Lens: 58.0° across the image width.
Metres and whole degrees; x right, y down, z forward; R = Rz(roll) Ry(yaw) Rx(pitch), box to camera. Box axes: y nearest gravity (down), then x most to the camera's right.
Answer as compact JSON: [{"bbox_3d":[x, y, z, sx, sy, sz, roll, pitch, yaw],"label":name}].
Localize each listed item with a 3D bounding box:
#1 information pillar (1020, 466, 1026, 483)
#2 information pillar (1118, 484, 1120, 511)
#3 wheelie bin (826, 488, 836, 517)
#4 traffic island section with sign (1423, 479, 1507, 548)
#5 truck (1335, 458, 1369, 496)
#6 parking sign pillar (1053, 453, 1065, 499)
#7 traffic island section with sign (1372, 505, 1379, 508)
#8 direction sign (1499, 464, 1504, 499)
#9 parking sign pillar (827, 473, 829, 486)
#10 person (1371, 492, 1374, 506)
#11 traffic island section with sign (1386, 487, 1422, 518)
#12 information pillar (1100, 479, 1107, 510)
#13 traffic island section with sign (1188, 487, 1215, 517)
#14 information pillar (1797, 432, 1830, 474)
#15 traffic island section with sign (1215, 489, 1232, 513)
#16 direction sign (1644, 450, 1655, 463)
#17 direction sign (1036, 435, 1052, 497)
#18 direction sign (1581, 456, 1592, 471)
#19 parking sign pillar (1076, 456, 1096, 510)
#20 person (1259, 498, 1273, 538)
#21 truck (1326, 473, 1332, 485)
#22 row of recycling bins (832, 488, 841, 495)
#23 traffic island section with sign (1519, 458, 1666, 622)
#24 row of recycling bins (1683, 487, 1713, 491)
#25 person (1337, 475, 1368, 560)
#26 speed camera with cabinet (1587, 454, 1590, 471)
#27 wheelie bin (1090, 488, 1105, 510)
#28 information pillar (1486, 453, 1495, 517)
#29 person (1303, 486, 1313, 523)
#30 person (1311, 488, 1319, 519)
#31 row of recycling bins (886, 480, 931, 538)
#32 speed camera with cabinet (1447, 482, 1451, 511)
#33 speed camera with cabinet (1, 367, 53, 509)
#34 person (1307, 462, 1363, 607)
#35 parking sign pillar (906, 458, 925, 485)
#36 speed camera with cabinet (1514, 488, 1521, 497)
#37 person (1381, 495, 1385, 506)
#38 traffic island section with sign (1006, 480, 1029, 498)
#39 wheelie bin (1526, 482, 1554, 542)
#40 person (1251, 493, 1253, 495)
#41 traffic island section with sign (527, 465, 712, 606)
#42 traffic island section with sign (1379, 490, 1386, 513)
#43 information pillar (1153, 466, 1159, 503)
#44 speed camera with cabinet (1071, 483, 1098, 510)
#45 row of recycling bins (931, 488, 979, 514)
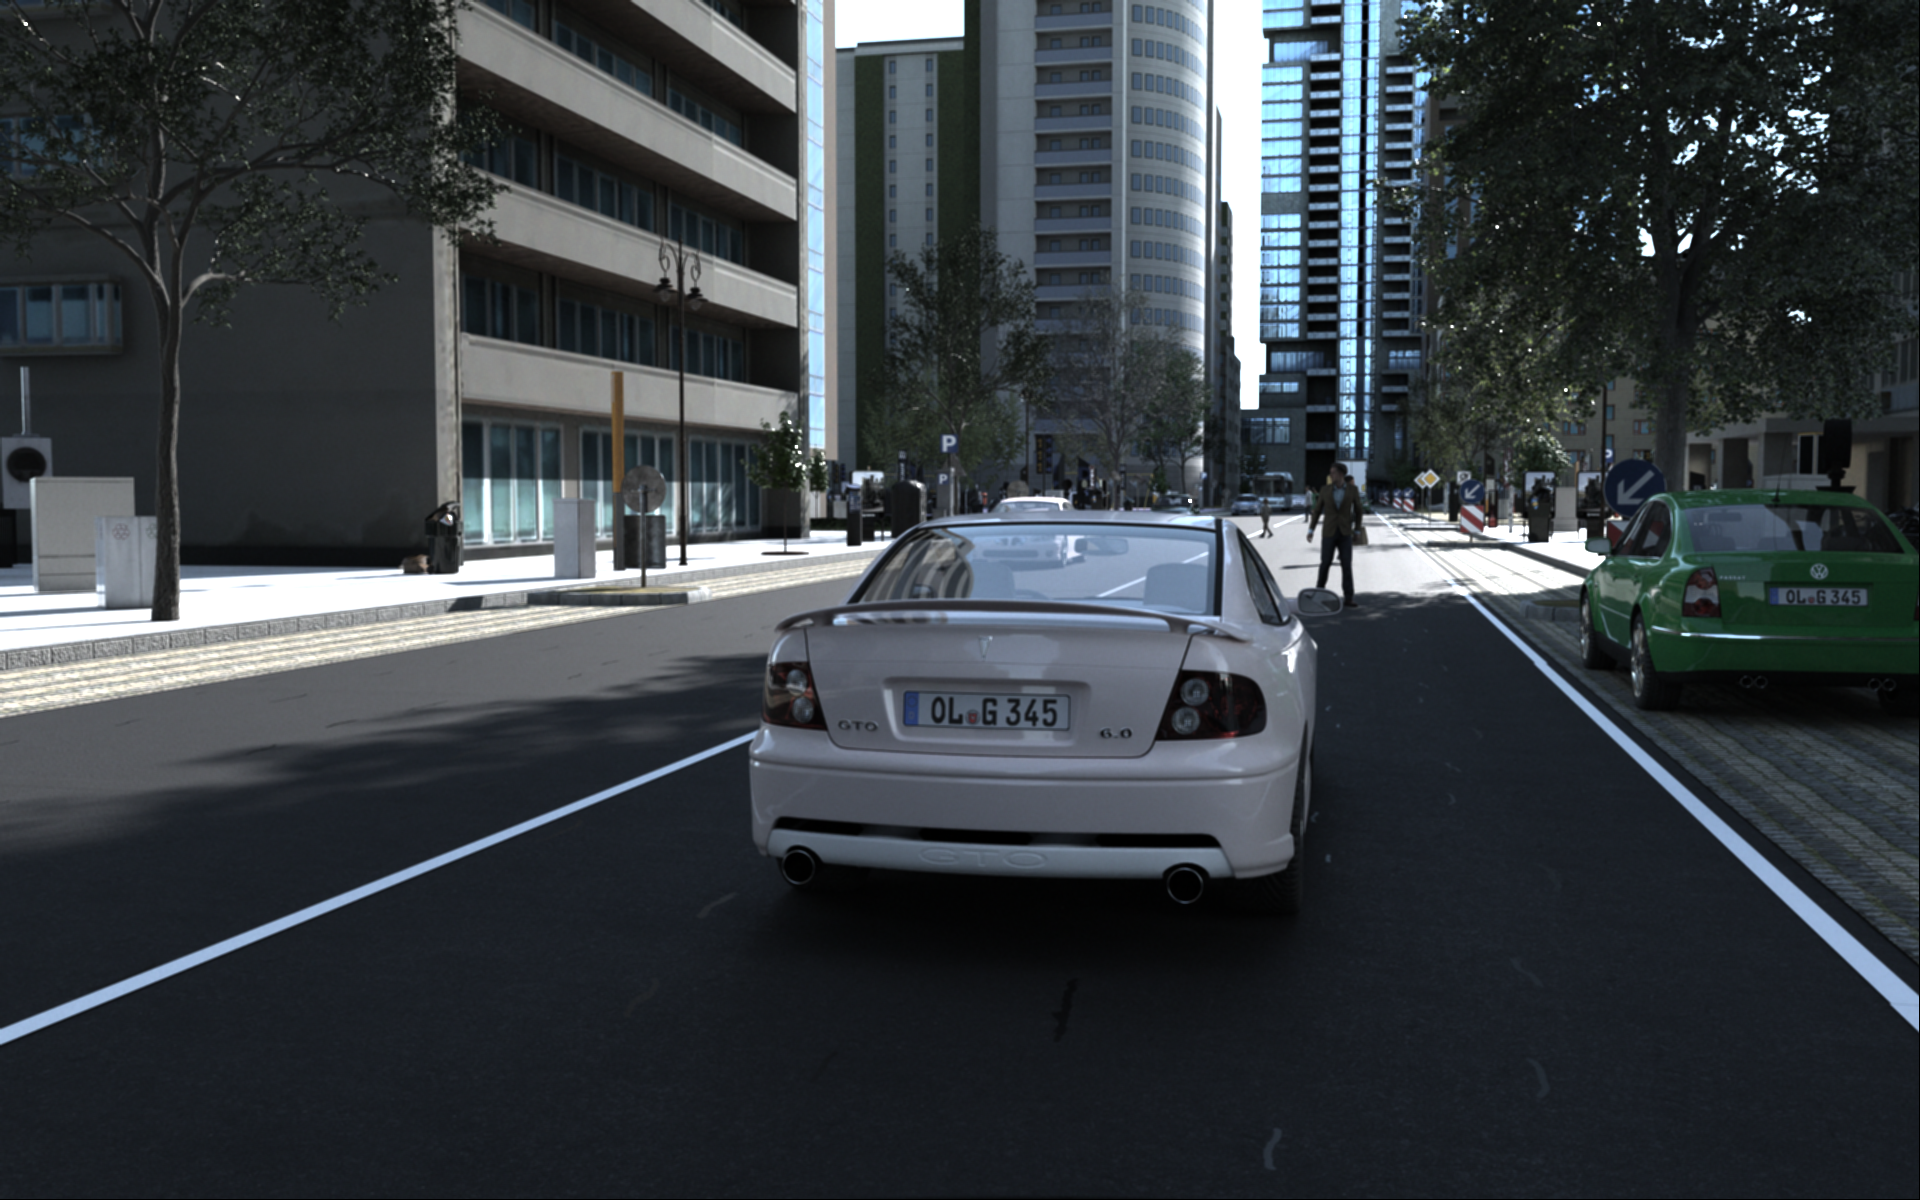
[{"bbox_3d":[5.176,-9.184,141.517,0.504,3.616,0.183,0,4,-3],"label":"information pillar"},{"bbox_3d":[9.824,-6.331,108.001,0.304,2.012,0.304,0,4,-4],"label":"information pillar"},{"bbox_3d":[-7.074,-5.210,93.097,0.693,1.594,0.980,-3,4,-36],"label":"wheelie bin"},{"bbox_3d":[13.643,-2.329,46.701,1.989,1.847,2.006,1,4,13],"label":"traffic island section with sign"},{"bbox_3d":[31.944,-9.318,141.266,2.839,4.237,11.283,1,4,13],"label":"truck"},{"bbox_3d":[6.482,-7.656,113.655,1.447,3.967,1.447,1,4,20],"label":"parking sign pillar"},{"bbox_3d":[43.379,-10.290,176.868,1.989,1.847,2.006,1,4,13],"label":"traffic island section with sign"},{"bbox_3d":[41.344,-8.544,131.696,0.876,3.537,0.379,-1,4,-20],"label":"direction sign"},{"bbox_3d":[-11.007,-9.083,136.972,1.447,3.967,1.447,-1,4,-14],"label":"parking sign pillar"},{"bbox_3d":[51.323,-12.629,215.698,0.721,1.735,1.217,3,4,38],"label":"person"},{"bbox_3d":[26.274,-5.710,101.993,1.989,1.847,2.006,1,4,13],"label":"traffic island section with sign"},{"bbox_3d":[7.175,-5.021,86.587,0.304,2.012,0.304,-1,4,-13],"label":"information pillar"},{"bbox_3d":[13.994,-5.810,103.618,1.989,1.847,2.006,1,4,13],"label":"traffic island section with sign"},{"bbox_3d":[10.265,-0.997,20.792,0.304,2.012,0.304,-1,4,-14],"label":"information pillar"},{"bbox_3d":[20.034,-7.422,129.978,1.989,1.847,2.006,1,4,13],"label":"traffic island section with sign"},{"bbox_3d":[35.627,-5.946,89.215,0.876,3.537,0.379,3,5,41],"label":"direction sign"},{"bbox_3d":[3.259,-4.593,67.097,0.379,3.537,0.876,-3,4,-38],"label":"direction sign"},{"bbox_3d":[37.203,-6.783,102.898,0.379,3.537,0.876,-2,4,-24],"label":"direction sign"},{"bbox_3d":[9.049,-8.276,123.789,1.447,3.967,1.447,1,4,17],"label":"parking sign pillar"},{"bbox_3d":[10.012,-2.690,56.762,0.475,1.303,0.640,-3,5,-44],"label":"person"},{"bbox_3d":[35.682,-10.118,161.346,3.469,3.379,9.791,1,4,14],"label":"truck"},{"bbox_3d":[-10.067,-9.092,155.768,1.069,1.692,3.534,3,5,40],"label":"row of recycling bins"},{"bbox_3d":[7.554,-0.696,20.011,1.989,1.847,2.006,1,4,13],"label":"traffic island section with sign"},{"bbox_3d":[39.745,-5.279,93.422,1.069,1.692,3.534,3,5,45],"label":"row of recycling bins"},{"bbox_3d":[8.070,-1.682,35.982,0.794,1.824,0.713,-2,4,-25],"label":"person"},{"bbox_3d":[31.204,-5.562,85.270,0.660,3.252,2.038,1,4,13],"label":"speed camera with cabinet"},{"bbox_3d":[6.792,-4.751,85.587,0.693,1.594,0.980,1,4,8],"label":"wheelie bin"},{"bbox_3d":[29.778,-6.483,97.357,0.504,3.616,0.183,0,4,1],"label":"information pillar"},{"bbox_3d":[17.618,-4.819,87.139,0.795,1.843,0.661,0,4,5],"label":"person"},{"bbox_3d":[20.307,-5.565,99.739,0.600,1.795,0.529,3,5,41],"label":"person"},{"bbox_3d":[-1.522,-2.735,51.838,1.069,1.692,3.534,0,4,1],"label":"row of recycling bins"},{"bbox_3d":[37.427,-8.499,133.289,0.660,3.252,2.038,2,4,23],"label":"speed camera with cabinet"},{"bbox_3d":[-15.080,-1.971,26.566,2.038,3.252,0.660,-2,4,-25],"label":"speed camera with cabinet"},{"bbox_3d":[4.816,-0.849,22.298,0.656,1.842,0.836,-1,4,-20],"label":"person"},{"bbox_3d":[-3.366,-8.762,131.737,1.447,3.967,1.447,1,4,22],"label":"parking sign pillar"},{"bbox_3d":[42.553,-8.275,129.632,2.038,3.252,0.660,2,4,32],"label":"speed camera with cabinet"},{"bbox_3d":[48.060,-11.454,196.331,0.434,1.755,0.990,-1,4,-18],"label":"person"},{"bbox_3d":[1.601,-2.488,49.312,1.989,1.847,2.006,1,4,13],"label":"traffic island section with sign"},{"bbox_3d":[15.426,-2.334,46.075,0.693,1.594,0.980,1,4,17],"label":"wheelie bin"},{"bbox_3d":[26.956,-9.155,158.631,0.568,1.767,0.683,0,4,-6],"label":"person"},{"bbox_3d":[-4.404,-0.881,23.032,1.989,1.847,2.006,1,4,13],"label":"traffic island section with sign"},{"bbox_3d":[32.262,-7.318,128.277,1.989,1.847,2.006,1,4,13],"label":"traffic island section with sign"},{"bbox_3d":[15.950,-9.145,140.871,0.504,3.616,0.183,0,4,-4],"label":"information pillar"},{"bbox_3d":[9.499,-8.430,132.168,2.038,3.252,0.660,2,4,24],"label":"speed camera with cabinet"},{"bbox_3d":[-0.540,-6.311,110.290,3.534,1.692,1.069,0,4,8],"label":"row of recycling bins"}]
